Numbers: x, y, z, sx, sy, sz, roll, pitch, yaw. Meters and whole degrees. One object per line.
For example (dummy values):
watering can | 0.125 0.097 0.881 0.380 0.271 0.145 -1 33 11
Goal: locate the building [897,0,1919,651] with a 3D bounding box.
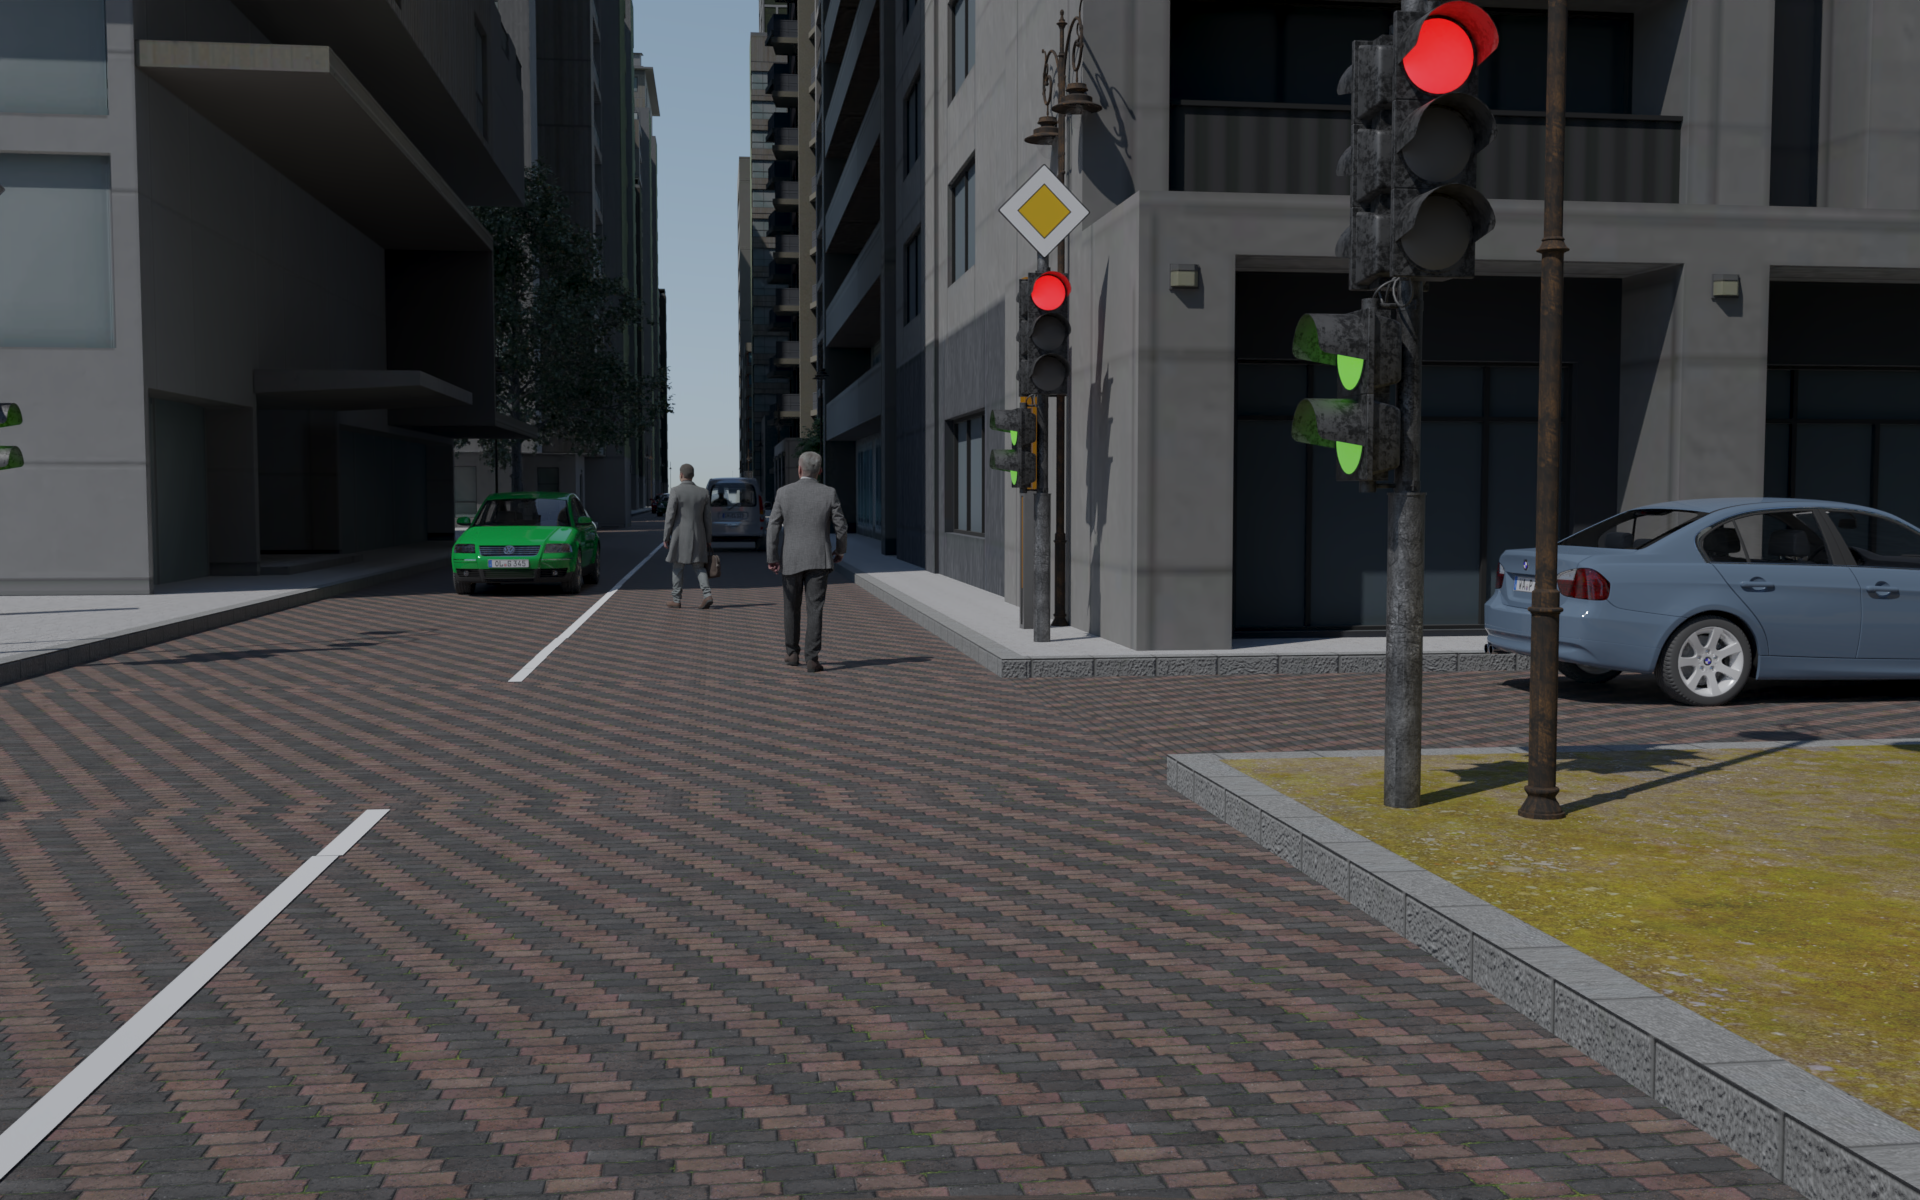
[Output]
building | 10.233 -35.795 23.499 20.611 71.187 20.563 0 4 -8

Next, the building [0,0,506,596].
building | -22.954 -27.016 30.950 28.713 52.752 27.495 0 4 -8

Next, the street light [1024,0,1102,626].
street light | 0.973 -2.686 16.697 0.468 5.910 1.993 0 4 -8

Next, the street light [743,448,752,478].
street light | -21.387 -12.384 175.262 0.468 5.910 1.993 0 4 -8

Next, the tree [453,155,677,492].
tree | -14.818 -8.617 57.901 9.611 12.733 9.660 0 3 0

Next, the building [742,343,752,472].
building | -12.773 -22.564 213.966 27.650 21.520 28.899 0 4 -8

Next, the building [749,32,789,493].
building | -12.067 -29.033 158.277 14.154 41.232 14.086 0 4 -8

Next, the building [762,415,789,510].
building | -4.125 -50.313 135.285 22.319 86.520 31.000 0 4 -8

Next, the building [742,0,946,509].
building | -13.355 -45.821 187.419 20.563 71.187 20.611 0 4 -8

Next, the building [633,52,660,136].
building | -51.085 -37.986 210.308 28.713 52.752 27.495 0 4 -8

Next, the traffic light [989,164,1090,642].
traffic light | 0.693 -1.591 14.928 0.839 4.253 0.868 0 4 -8

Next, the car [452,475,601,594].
car | -6.496 -1.064 26.196 1.959 1.807 4.718 0 4 -6

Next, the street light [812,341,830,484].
street light | -4.207 -4.879 52.558 0.468 5.910 1.993 0 4 -8

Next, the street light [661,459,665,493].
street light | -35.743 -14.428 208.690 0.468 5.910 1.993 0 4 -8

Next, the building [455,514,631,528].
building | -21.060 -23.657 70.380 14.154 41.232 14.086 0 4 -8

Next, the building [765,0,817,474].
building | -0.665 -27.641 106.561 22.147 44.769 28.867 0 4 -8

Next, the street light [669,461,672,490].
street light | -40.910 -16.642 244.888 0.468 5.910 1.993 0 4 -8

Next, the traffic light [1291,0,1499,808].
traffic light | 1.802 -1.107 7.020 0.839 4.253 0.868 0 4 -8

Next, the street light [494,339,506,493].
street light | -13.483 -4.742 50.321 0.468 5.910 1.993 0 4 -8

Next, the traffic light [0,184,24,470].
traffic light | -7.932 -1.516 13.706 0.839 4.253 0.868 0 4 -8

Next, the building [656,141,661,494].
building | -40.559 -31.045 191.177 14.154 41.232 14.086 0 4 -8

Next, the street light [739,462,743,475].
street light | -26.434 -14.578 211.141 0.468 5.910 1.993 0 4 -8

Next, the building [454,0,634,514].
building | -32.744 -27.634 135.405 14.154 41.232 14.086 0 4 -8

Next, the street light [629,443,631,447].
street light | -24.234 -9.396 126.412 0.468 5.910 1.993 0 4 -8

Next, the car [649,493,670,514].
car | -21.885 -7.292 128.265 2.155 1.783 4.494 0 4 -7

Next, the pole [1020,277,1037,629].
pole | 0.663 -1.381 16.420 0.158 3.312 0.155 0 3 0

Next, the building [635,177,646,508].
building | -34.868 -23.156 150.304 14.160 30.474 14.107 0 4 -8

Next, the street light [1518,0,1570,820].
street light | 2.317 -2.076 6.725 0.468 5.910 1.993 0 4 -8

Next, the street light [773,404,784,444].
street light | -9.521 -7.251 91.337 0.468 5.910 1.993 0 4 -8

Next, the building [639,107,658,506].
building | -38.757 -30.185 177.115 14.154 41.232 14.086 0 4 -8

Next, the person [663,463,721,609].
person | -3.391 -0.798 21.648 0.694 1.812 0.767 -3 4 -37

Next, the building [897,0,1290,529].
building | 1.892 -39.205 79.248 20.563 71.187 20.611 0 4 -8

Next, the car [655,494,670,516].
car | -18.687 -6.154 112.412 2.131 1.459 4.920 0 4 -7

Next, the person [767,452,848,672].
person | -1.263 -0.328 14.260 0.661 1.777 0.834 -1 4 -9

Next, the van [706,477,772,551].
van | -5.857 -2.304 44.676 2.013 2.044 4.112 0 4 -8

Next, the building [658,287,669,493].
building | -46.693 -28.227 233.208 14.160 30.474 14.107 0 4 -8

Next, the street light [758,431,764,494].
street light | -14.654 -9.456 127.394 0.468 5.910 1.993 0 4 -8

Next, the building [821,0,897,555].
building | 7.528 -25.862 46.548 21.300 48.544 21.600 0 4 -8

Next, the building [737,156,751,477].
building | -19.573 -37.553 237.700 21.300 48.544 21.600 0 4 -8

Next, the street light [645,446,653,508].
street light | -29.286 -11.593 162.328 0.468 5.910 1.993 0 4 -8

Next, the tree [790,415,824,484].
tree | -4.337 -4.749 61.357 4.285 4.588 4.351 0 3 0

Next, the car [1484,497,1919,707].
car | 6.163 -0.039 12.640 4.499 1.417 2.014 -1 4 -8
